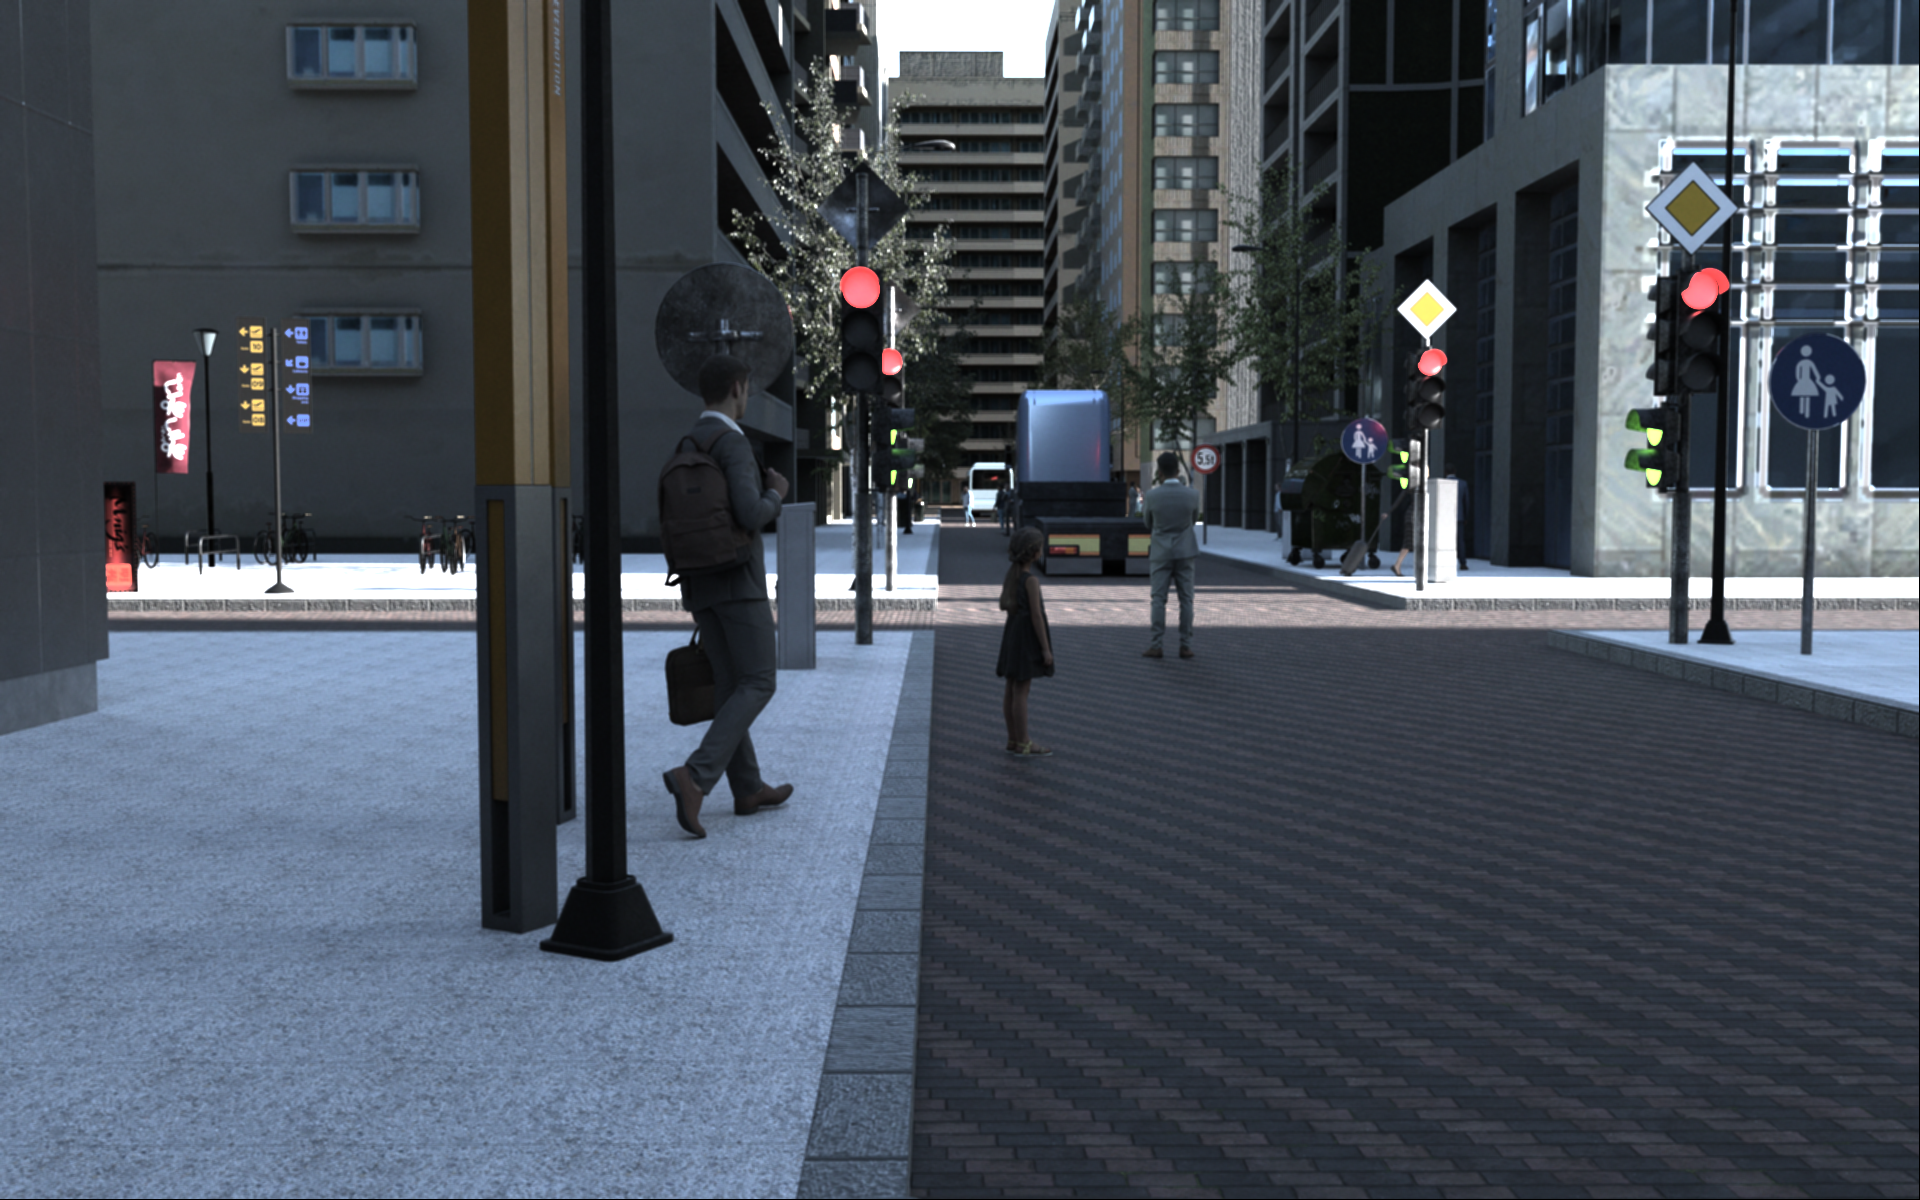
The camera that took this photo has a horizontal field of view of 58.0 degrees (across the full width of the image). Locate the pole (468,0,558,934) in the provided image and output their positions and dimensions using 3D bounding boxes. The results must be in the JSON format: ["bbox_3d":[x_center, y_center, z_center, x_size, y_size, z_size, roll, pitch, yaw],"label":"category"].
[{"bbox_3d":[-1.309,-0.685,5.050,0.158,3.312,0.155,0,3,0],"label":"pole"}]

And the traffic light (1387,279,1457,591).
[{"bbox_3d":[6.073,-2.070,22.760,0.839,4.253,0.868,0,4,-1],"label":"traffic light"}]

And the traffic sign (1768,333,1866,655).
[{"bbox_3d":[6.777,-0.837,13.793,0.768,2.556,0.104,0,4,1],"label":"traffic sign"}]

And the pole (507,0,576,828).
[{"bbox_3d":[-1.612,-0.786,6.701,0.158,3.312,0.155,0,3,0],"label":"pole"}]

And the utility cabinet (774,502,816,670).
[{"bbox_3d":[-1.252,-0.120,13.127,0.306,1.237,1.020,0,4,-6],"label":"utility cabinet"}]

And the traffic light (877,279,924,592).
[{"bbox_3d":[-0.888,-2.064,22.670,0.839,4.253,0.868,0,4,-1],"label":"traffic light"}]

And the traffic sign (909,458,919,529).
[{"bbox_3d":[-1.682,-3.531,57.833,0.768,2.556,0.104,0,4,7],"label":"traffic sign"}]

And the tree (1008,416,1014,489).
[{"bbox_3d":[5.827,-11.461,137.748,4.360,8.622,3.978,0,3,0],"label":"tree"}]

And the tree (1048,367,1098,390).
[{"bbox_3d":[6.067,-8.757,93.537,4.360,8.622,3.978,0,3,0],"label":"tree"}]

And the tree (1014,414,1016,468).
[{"bbox_3d":[6.357,-9.751,109.786,4.360,8.622,3.978,0,3,0],"label":"tree"}]

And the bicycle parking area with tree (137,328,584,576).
[{"bbox_3d":[-10.528,-2.643,30.213,8.231,4.147,9.016,1,4,9],"label":"bicycle parking area with tree"}]

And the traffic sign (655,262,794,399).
[{"bbox_3d":[-1.302,-0.579,9.567,0.768,2.556,0.104,0,4,1],"label":"traffic sign"}]

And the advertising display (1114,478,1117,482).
[{"bbox_3d":[6.307,-3.972,70.161,0.123,1.923,0.974,0,4,5],"label":"advertising display"}]

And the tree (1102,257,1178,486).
[{"bbox_3d":[6.735,-6.214,51.962,4.737,8.622,4.395,0,3,0],"label":"tree"}]

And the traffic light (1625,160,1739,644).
[{"bbox_3d":[6.158,-1.581,14.775,0.839,4.253,0.868,0,4,-1],"label":"traffic light"}]

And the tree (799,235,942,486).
[{"bbox_3d":[-2.585,-5.912,47.028,4.737,8.622,4.395,0,3,0],"label":"tree"}]

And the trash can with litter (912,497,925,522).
[{"bbox_3d":[-2.112,-4.115,78.662,1.055,1.170,0.624,1,4,15],"label":"trash can with litter"}]

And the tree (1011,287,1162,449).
[{"bbox_3d":[5.677,-8.829,78.760,7.601,10.594,8.767,-2,4,-31],"label":"tree"}]

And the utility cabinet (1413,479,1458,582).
[{"bbox_3d":[6.940,-1.015,25.268,0.318,1.500,1.173,0,4,0],"label":"utility cabinet"}]

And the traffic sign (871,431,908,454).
[{"bbox_3d":[-1.302,-1.992,32.674,0.768,2.556,0.104,0,4,8],"label":"traffic sign"}]

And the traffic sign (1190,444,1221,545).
[{"bbox_3d":[6.228,-2.682,43.962,0.768,2.556,0.104,0,4,7],"label":"traffic sign"}]

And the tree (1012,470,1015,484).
[{"bbox_3d":[6.111,-10.103,148.904,4.285,4.588,4.351,0,3,0],"label":"tree"}]

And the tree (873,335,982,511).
[{"bbox_3d":[-3.357,-13.966,135.005,9.857,13.997,8.962,0,3,0],"label":"tree"}]

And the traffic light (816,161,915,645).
[{"bbox_3d":[-0.803,-1.576,14.686,0.839,4.253,0.868,0,4,-1],"label":"traffic light"}]

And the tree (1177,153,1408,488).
[{"bbox_3d":[7.294,-5.338,37.634,4.737,8.622,4.395,0,3,0],"label":"tree"}]

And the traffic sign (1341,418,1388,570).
[{"bbox_3d":[6.789,-1.776,29.144,0.768,2.556,0.104,1,4,9],"label":"traffic sign"}]

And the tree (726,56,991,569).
[{"bbox_3d":[-1.815,-4.834,29.403,4.360,8.622,3.978,0,3,0],"label":"tree"}]

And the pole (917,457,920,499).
[{"bbox_3d":[-2.245,-6.125,93.983,0.158,3.312,0.155,0,3,0],"label":"pole"}]

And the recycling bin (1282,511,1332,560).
[{"bbox_3d":[6.792,-1.305,33.888,0.722,1.027,0.722,-1,4,-21],"label":"recycling bin"}]

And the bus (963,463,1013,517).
[{"bbox_3d":[1.752,-7.005,109.388,2.948,3.499,13.247,0,4,-1],"label":"bus"}]

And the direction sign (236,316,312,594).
[{"bbox_3d":[-8.800,-1.853,22.296,0.876,3.537,0.379,-1,4,-19],"label":"direction sign"}]

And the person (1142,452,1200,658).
[{"bbox_3d":[1.858,-0.404,15.289,0.511,1.800,0.466,-1,4,-14],"label":"person"}]

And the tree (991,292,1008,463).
[{"bbox_3d":[-1.639,-5.502,40.316,4.360,8.622,3.978,0,3,0],"label":"tree"}]
